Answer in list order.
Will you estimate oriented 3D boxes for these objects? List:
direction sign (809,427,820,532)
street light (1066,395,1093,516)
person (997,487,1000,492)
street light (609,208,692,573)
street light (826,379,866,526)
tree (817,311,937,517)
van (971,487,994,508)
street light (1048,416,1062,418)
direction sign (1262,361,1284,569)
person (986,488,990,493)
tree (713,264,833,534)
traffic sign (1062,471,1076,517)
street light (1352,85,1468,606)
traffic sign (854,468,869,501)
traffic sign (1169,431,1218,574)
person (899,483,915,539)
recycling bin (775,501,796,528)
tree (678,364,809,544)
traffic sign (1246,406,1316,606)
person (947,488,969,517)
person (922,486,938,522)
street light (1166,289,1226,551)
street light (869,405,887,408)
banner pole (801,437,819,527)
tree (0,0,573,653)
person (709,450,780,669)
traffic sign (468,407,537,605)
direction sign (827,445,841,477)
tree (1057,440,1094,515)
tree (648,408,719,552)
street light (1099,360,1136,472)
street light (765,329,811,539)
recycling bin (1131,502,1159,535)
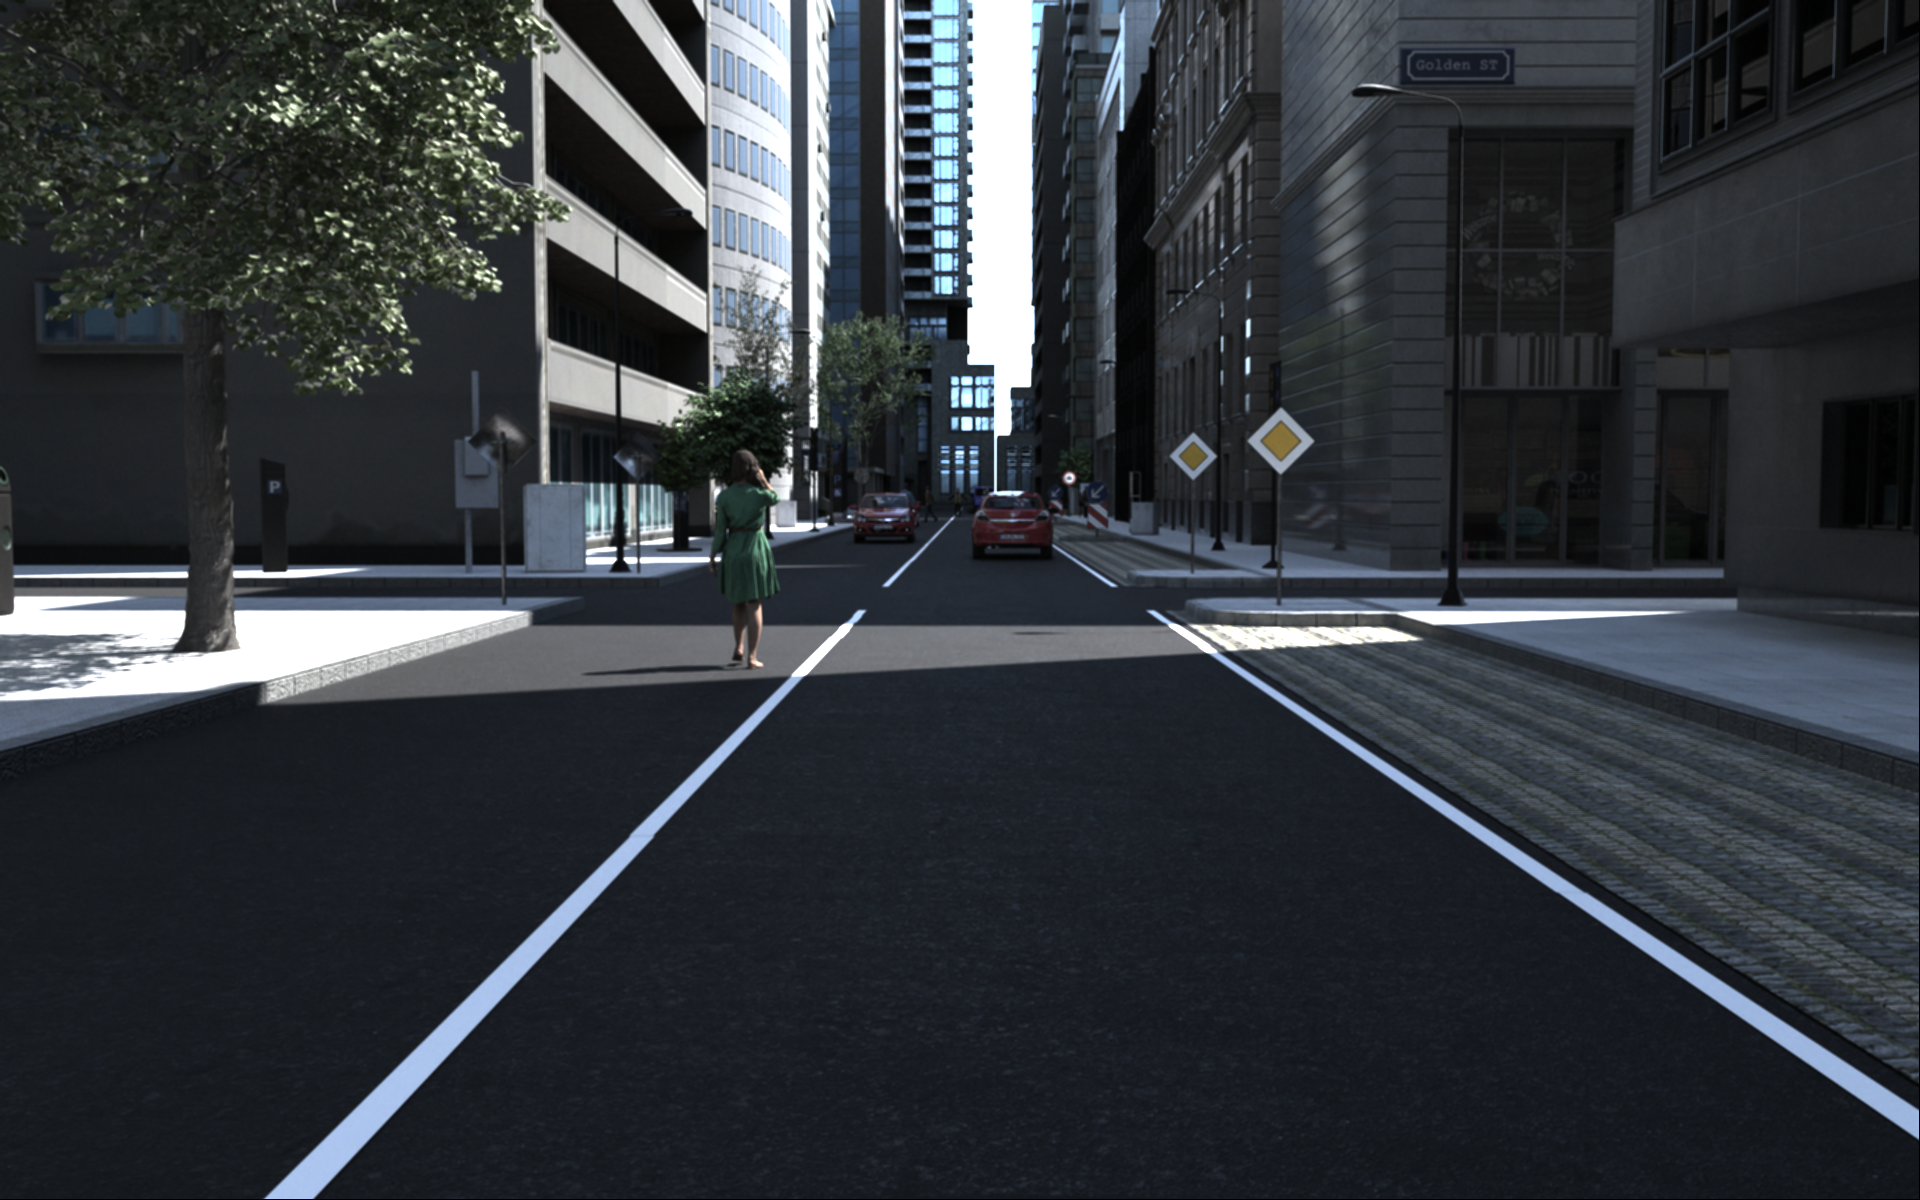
[{"bbox_3d":[-4.967,-4.101,59.053,0.379,3.537,0.876,1,4,11],"label":"direction sign"},{"bbox_3d":[5.674,-6.654,81.340,1.470,5.913,1.316,0,4,1],"label":"street light"},{"bbox_3d":[2.226,-5.691,101.539,0.794,1.824,0.713,2,4,25],"label":"person"},{"bbox_3d":[-5.045,-3.410,28.296,1.470,5.913,1.316,0,4,1],"label":"street light"},{"bbox_3d":[-4.668,-5.945,69.742,1.470,5.913,1.316,0,4,1],"label":"street light"},{"bbox_3d":[-5.400,-10.457,96.732,9.928,11.665,9.643,0,3,0],"label":"tree"},{"bbox_3d":[2.079,-8.875,149.486,2.240,2.365,5.245,0,3,0],"label":"van"},{"bbox_3d":[5.897,-7.949,102.500,1.470,5.913,1.316,0,4,1],"label":"street light"},{"bbox_3d":[5.419,-2.317,29.875,0.379,3.537,0.876,0,4,-1],"label":"direction sign"},{"bbox_3d":[1.755,-5.563,99.679,0.699,1.804,1.509,1,4,23],"label":"person"},{"bbox_3d":[-6.206,-6.418,55.304,4.360,8.622,3.978,0,3,0],"label":"tree"},{"bbox_3d":[6.093,-5.901,96.592,0.768,2.556,0.104,0,4,3],"label":"traffic sign"},{"bbox_3d":[5.145,-2.892,19.824,1.470,5.913,1.316,0,4,1],"label":"street light"},{"bbox_3d":[-4.764,-5.120,83.823,0.768,2.556,0.104,0,4,4],"label":"traffic sign"},{"bbox_3d":[3.745,-1.482,27.873,0.795,2.450,0.064,0,4,1],"label":"traffic sign"},{"bbox_3d":[-1.723,-2.822,54.988,0.601,1.785,0.444,0,4,2],"label":"person"},{"bbox_3d":[-6.630,-3.263,65.910,0.722,1.027,0.722,-1,4,-13],"label":"recycling bin"},{"bbox_3d":[-5.511,-3.678,43.854,4.285,4.588,4.351,0,3,0],"label":"tree"},{"bbox_3d":[3.670,-0.994,19.888,0.795,2.450,0.064,0,4,1],"label":"traffic sign"},{"bbox_3d":[-0.136,-6.185,109.722,1.348,1.812,0.705,0,4,-3],"label":"person"},{"bbox_3d":[-1.546,-4.871,88.044,0.836,1.842,0.656,0,4,-2],"label":"person"},{"bbox_3d":[5.347,-4.084,39.310,1.470,5.913,1.316,0,4,1],"label":"street light"},{"bbox_3d":[-4.512,-7.213,90.473,1.470,5.913,1.316,0,4,1],"label":"street light"},{"bbox_3d":[-5.840,-4.720,67.184,0.863,3.779,0.401,-3,5,-44],"label":"banner pole"},{"bbox_3d":[-6.386,-5.876,14.194,7.486,12.596,7.792,0,3,0],"label":"tree"},{"bbox_3d":[-1.786,-0.344,14.366,0.600,1.795,0.529,0,4,-7],"label":"person"},{"bbox_3d":[-5.274,-1.000,19.992,0.795,2.450,0.064,0,4,1],"label":"traffic sign"},{"bbox_3d":[-5.666,-5.338,79.273,0.876,3.537,0.379,1,4,9],"label":"direction sign"},{"bbox_3d":[7.449,-7.505,106.416,4.285,4.588,4.351,0,3,0],"label":"tree"},{"bbox_3d":[-6.294,-2.708,38.883,1.663,3.219,1.824,0,3,0],"label":"tree"},{"bbox_3d":[5.528,-5.358,60.146,1.470,5.913,1.316,0,4,1],"label":"street light"},{"bbox_3d":[-4.910,-4.678,49.019,1.470,5.913,1.316,0,4,1],"label":"street light"},{"bbox_3d":[5.830,-2.566,54.506,0.722,1.027,0.722,1,4,23],"label":"recycling bin"}]
